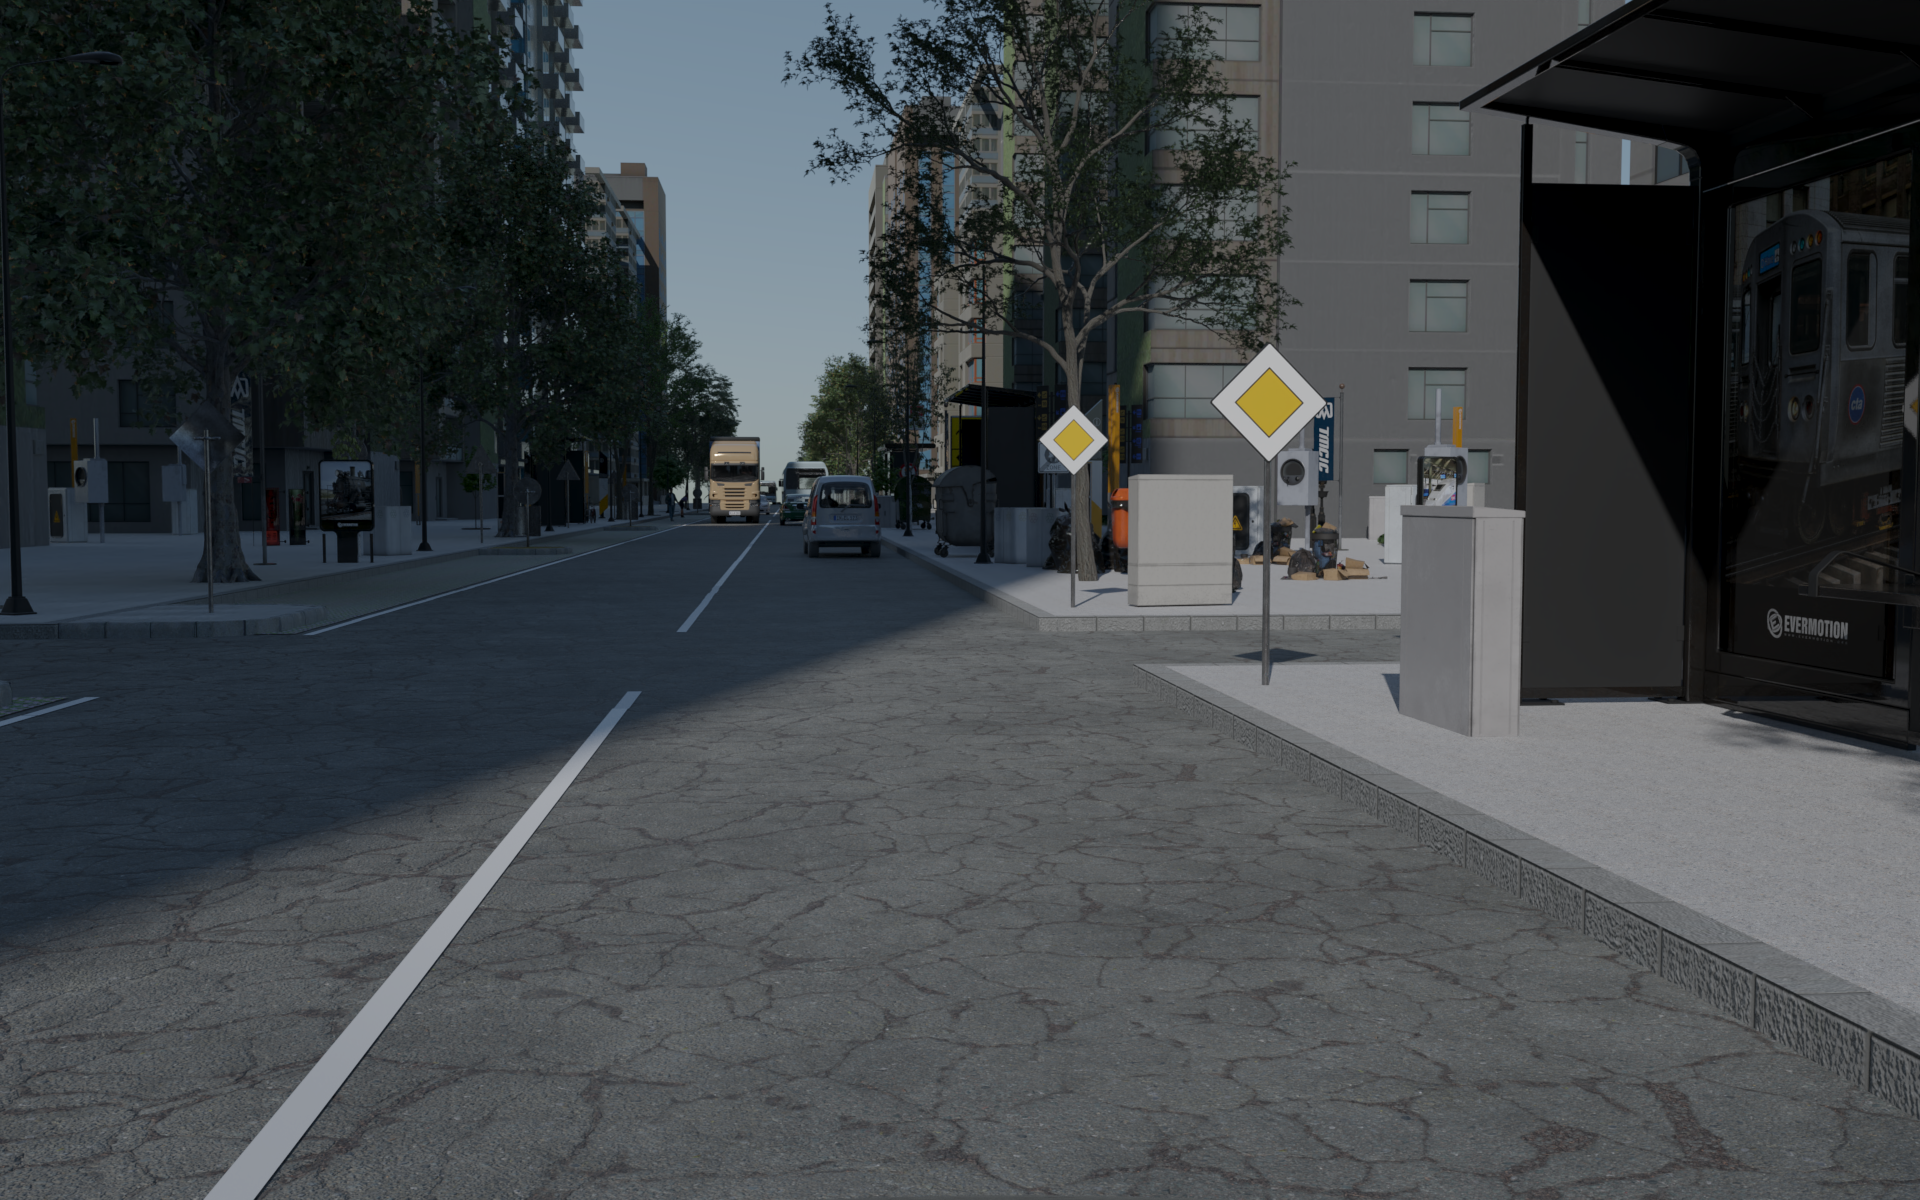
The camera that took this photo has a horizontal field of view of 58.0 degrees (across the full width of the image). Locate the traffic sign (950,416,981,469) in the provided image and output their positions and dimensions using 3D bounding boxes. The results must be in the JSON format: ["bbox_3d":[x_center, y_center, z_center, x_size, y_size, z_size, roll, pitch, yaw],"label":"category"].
[{"bbox_3d":[0.879,-3.122,44.920,2.265,3.308,0.079,0,4,3],"label":"traffic sign"}]

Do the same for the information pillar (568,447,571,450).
[{"bbox_3d":[-18.681,-5.559,82.252,0.504,3.616,0.183,-1,4,-17],"label":"information pillar"}]

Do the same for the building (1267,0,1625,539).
[{"bbox_3d":[11.747,-22.763,55.778,14.154,41.232,14.086,0,4,-6],"label":"building"}]

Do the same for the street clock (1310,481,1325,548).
[{"bbox_3d":[8.361,-2.232,41.057,0.358,2.002,0.471,0,4,4],"label":"street clock"}]

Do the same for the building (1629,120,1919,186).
[{"bbox_3d":[30.215,-36.725,38.711,20.611,71.187,20.563,0,4,-6],"label":"building"}]

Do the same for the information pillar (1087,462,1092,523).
[{"bbox_3d":[2.852,-2.158,39.771,0.304,2.012,0.304,0,4,-5],"label":"information pillar"}]

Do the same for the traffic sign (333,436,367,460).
[{"bbox_3d":[-13.360,-2.314,37.941,0.768,2.556,0.104,0,4,2],"label":"traffic sign"}]

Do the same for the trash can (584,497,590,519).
[{"bbox_3d":[-18.446,-4.473,84.794,0.748,1.137,0.748,0,3,0],"label":"trash can"}]

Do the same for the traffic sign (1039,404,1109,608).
[{"bbox_3d":[1.273,-0.971,19.515,0.795,2.450,0.064,0,4,-6],"label":"traffic sign"}]

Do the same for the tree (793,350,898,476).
[{"bbox_3d":[-8.793,-13.535,138.308,9.611,12.733,9.660,0,3,0],"label":"tree"}]

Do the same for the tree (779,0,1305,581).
[{"bbox_3d":[1.581,-5.566,25.424,7.601,10.594,8.767,1,4,23],"label":"tree"}]

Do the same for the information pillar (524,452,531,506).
[{"bbox_3d":[-23.205,-6.223,93.095,0.504,3.616,0.183,1,4,21],"label":"information pillar"}]

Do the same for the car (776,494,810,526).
[{"bbox_3d":[-7.463,-4.198,80.441,2.131,1.459,4.920,0,4,-6],"label":"car"}]

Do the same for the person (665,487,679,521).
[{"bbox_3d":[-15.074,-4.993,90.483,0.721,1.781,0.623,3,4,36],"label":"person"}]

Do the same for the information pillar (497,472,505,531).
[{"bbox_3d":[-15.410,-3.300,58.441,0.304,2.012,0.304,1,4,14],"label":"information pillar"}]

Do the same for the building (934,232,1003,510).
[{"bbox_3d":[13.089,-17.188,126.064,27.650,21.520,28.899,0,4,-6],"label":"building"}]

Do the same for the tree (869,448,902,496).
[{"bbox_3d":[-3.173,-4.546,68.928,1.663,3.219,1.824,0,3,0],"label":"tree"}]

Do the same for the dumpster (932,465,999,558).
[{"bbox_3d":[0.120,-1.823,35.569,1.264,1.857,1.865,0,4,-5],"label":"dumpster"}]

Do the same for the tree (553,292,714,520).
[{"bbox_3d":[-16.968,-9.839,86.617,9.928,11.665,9.643,0,3,0],"label":"tree"}]

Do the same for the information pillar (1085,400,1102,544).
[{"bbox_3d":[3.303,-3.155,42.944,0.504,3.616,0.183,-1,4,-19],"label":"information pillar"}]

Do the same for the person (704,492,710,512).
[{"bbox_3d":[-20.017,-7.952,139.224,1.217,1.735,0.721,-1,4,-21],"label":"person"}]

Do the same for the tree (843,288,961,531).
[{"bbox_3d":[-1.777,-6.623,58.641,4.360,8.622,3.978,0,3,0],"label":"tree"}]

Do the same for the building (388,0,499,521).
[{"bbox_3d":[-30.774,-24.437,83.144,14.154,41.232,14.086,0,4,-6],"label":"building"}]

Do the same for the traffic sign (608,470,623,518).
[{"bbox_3d":[-18.362,-5.628,92.017,0.884,2.594,0.081,0,4,2],"label":"traffic sign"}]

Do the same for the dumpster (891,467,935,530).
[{"bbox_3d":[-1.709,-3.702,63.025,1.502,2.255,1.985,0,4,-5],"label":"dumpster"}]

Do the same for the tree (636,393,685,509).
[{"bbox_3d":[-23.773,-13.184,149.970,8.767,10.594,7.601,-1,4,-19],"label":"tree"}]

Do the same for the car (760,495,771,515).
[{"bbox_3d":[-14.213,-6.644,120.995,2.083,1.381,4.827,0,4,-6],"label":"car"}]

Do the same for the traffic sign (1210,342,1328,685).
[{"bbox_3d":[2.048,-0.485,11.567,0.795,2.450,0.064,0,4,-6],"label":"traffic sign"}]

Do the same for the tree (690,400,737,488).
[{"bbox_3d":[-29.717,-17.690,207.351,7.486,12.596,7.792,0,3,0],"label":"tree"}]

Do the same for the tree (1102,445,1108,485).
[{"bbox_3d":[7.854,-5.810,78.713,4.285,4.588,4.351,0,3,0],"label":"tree"}]

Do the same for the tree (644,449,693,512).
[{"bbox_3d":[-21.307,-8.720,126.278,4.285,4.588,4.351,0,3,0],"label":"tree"}]

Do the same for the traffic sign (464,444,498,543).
[{"bbox_3d":[-12.465,-2.757,45.079,0.884,2.594,0.081,0,4,4],"label":"traffic sign"}]

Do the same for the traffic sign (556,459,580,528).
[{"bbox_3d":[-14.680,-3.966,64.843,0.884,2.594,0.081,0,4,1],"label":"traffic sign"}]

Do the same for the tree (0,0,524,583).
[{"bbox_3d":[-10.809,-6.601,24.939,9.611,12.733,9.660,0,3,0],"label":"tree"}]

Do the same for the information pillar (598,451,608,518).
[{"bbox_3d":[-18.853,-6.124,91.482,0.504,3.616,0.183,-2,4,-35],"label":"information pillar"}]

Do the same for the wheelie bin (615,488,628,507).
[{"bbox_3d":[-18.034,-5.194,92.824,0.980,1.594,0.693,0,4,8],"label":"wheelie bin"}]

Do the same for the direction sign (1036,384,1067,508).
[{"bbox_3d":[1.906,-2.695,36.055,0.379,3.537,0.876,-3,5,-42],"label":"direction sign"}]

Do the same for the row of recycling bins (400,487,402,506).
[{"bbox_3d":[-24.797,-4.174,75.355,1.069,1.692,3.534,-1,4,-15],"label":"row of recycling bins"}]

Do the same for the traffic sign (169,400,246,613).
[{"bbox_3d":[-8.079,-0.917,18.627,0.795,2.450,0.064,0,4,-6],"label":"traffic sign"}]

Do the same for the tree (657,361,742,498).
[{"bbox_3d":[-25.415,-15.961,167.612,9.857,13.997,8.962,0,3,0],"label":"tree"}]

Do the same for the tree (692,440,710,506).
[{"bbox_3d":[-26.762,-14.271,183.698,4.360,8.622,3.978,0,3,0],"label":"tree"}]

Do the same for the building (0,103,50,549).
[{"bbox_3d":[-28.960,-21.451,34.326,14.154,41.232,14.086,0,4,-6],"label":"building"}]

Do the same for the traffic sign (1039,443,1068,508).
[{"bbox_3d":[1.846,-1.964,34.236,0.606,2.300,0.079,0,4,1],"label":"traffic sign"}]

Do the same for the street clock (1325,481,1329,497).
[{"bbox_3d":[9.377,-2.467,44.899,0.358,2.002,0.471,0,4,5],"label":"street clock"}]

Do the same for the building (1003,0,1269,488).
[{"bbox_3d":[9.344,-25.670,103.303,14.154,41.232,14.086,0,4,-6],"label":"building"}]

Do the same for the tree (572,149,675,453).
[{"bbox_3d":[-13.280,-8.218,51.379,9.611,12.733,9.660,0,3,0],"label":"tree"}]

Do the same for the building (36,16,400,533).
[{"bbox_3d":[-28.908,-17.724,61.494,14.160,30.474,14.107,0,4,-6],"label":"building"}]

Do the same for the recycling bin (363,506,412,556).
[{"bbox_3d":[-12.017,-1.455,36.339,0.722,1.027,0.722,2,4,27],"label":"recycling bin"}]

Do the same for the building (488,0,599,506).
[{"bbox_3d":[-41.674,-31.596,136.200,23.786,49.044,30.456,0,4,-6],"label":"building"}]

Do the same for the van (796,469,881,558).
[{"bbox_3d":[-2.795,-2.046,40.471,2.013,2.044,4.112,0,4,-7],"label":"van"}]

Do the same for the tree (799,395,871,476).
[{"bbox_3d":[-11.447,-15.090,164.848,7.486,12.596,7.792,0,3,0],"label":"tree"}]

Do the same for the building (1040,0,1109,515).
[{"bbox_3d":[10.974,-19.391,88.744,14.160,30.474,14.107,0,4,-6],"label":"building"}]

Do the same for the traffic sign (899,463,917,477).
[{"bbox_3d":[-2.098,-4.304,70.474,0.768,2.556,0.104,0,4,4],"label":"traffic sign"}]

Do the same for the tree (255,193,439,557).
[{"bbox_3d":[-12.513,-5.174,34.956,4.737,8.622,4.395,0,3,0],"label":"tree"}]

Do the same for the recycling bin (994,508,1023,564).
[{"bbox_3d":[1.112,-1.198,32.143,0.722,1.027,0.722,-2,4,-31],"label":"recycling bin"}]

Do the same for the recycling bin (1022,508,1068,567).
[{"bbox_3d":[1.647,-1.098,30.507,0.722,1.027,0.722,3,4,36],"label":"recycling bin"}]

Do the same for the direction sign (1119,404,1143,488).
[{"bbox_3d":[4.295,-3.187,44.113,0.876,3.537,0.379,3,5,45],"label":"direction sign"}]

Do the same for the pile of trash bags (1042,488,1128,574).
[{"bbox_3d":[2.455,-1.129,28.209,1.912,1.369,3.447,0,4,-5],"label":"pile of trash bags"}]

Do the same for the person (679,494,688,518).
[{"bbox_3d":[-16.784,-5.714,105.161,0.421,1.427,0.697,2,4,34],"label":"person"}]

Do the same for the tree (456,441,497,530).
[{"bbox_3d":[-17.589,-4.155,62.532,1.663,3.219,1.824,0,3,0],"label":"tree"}]
